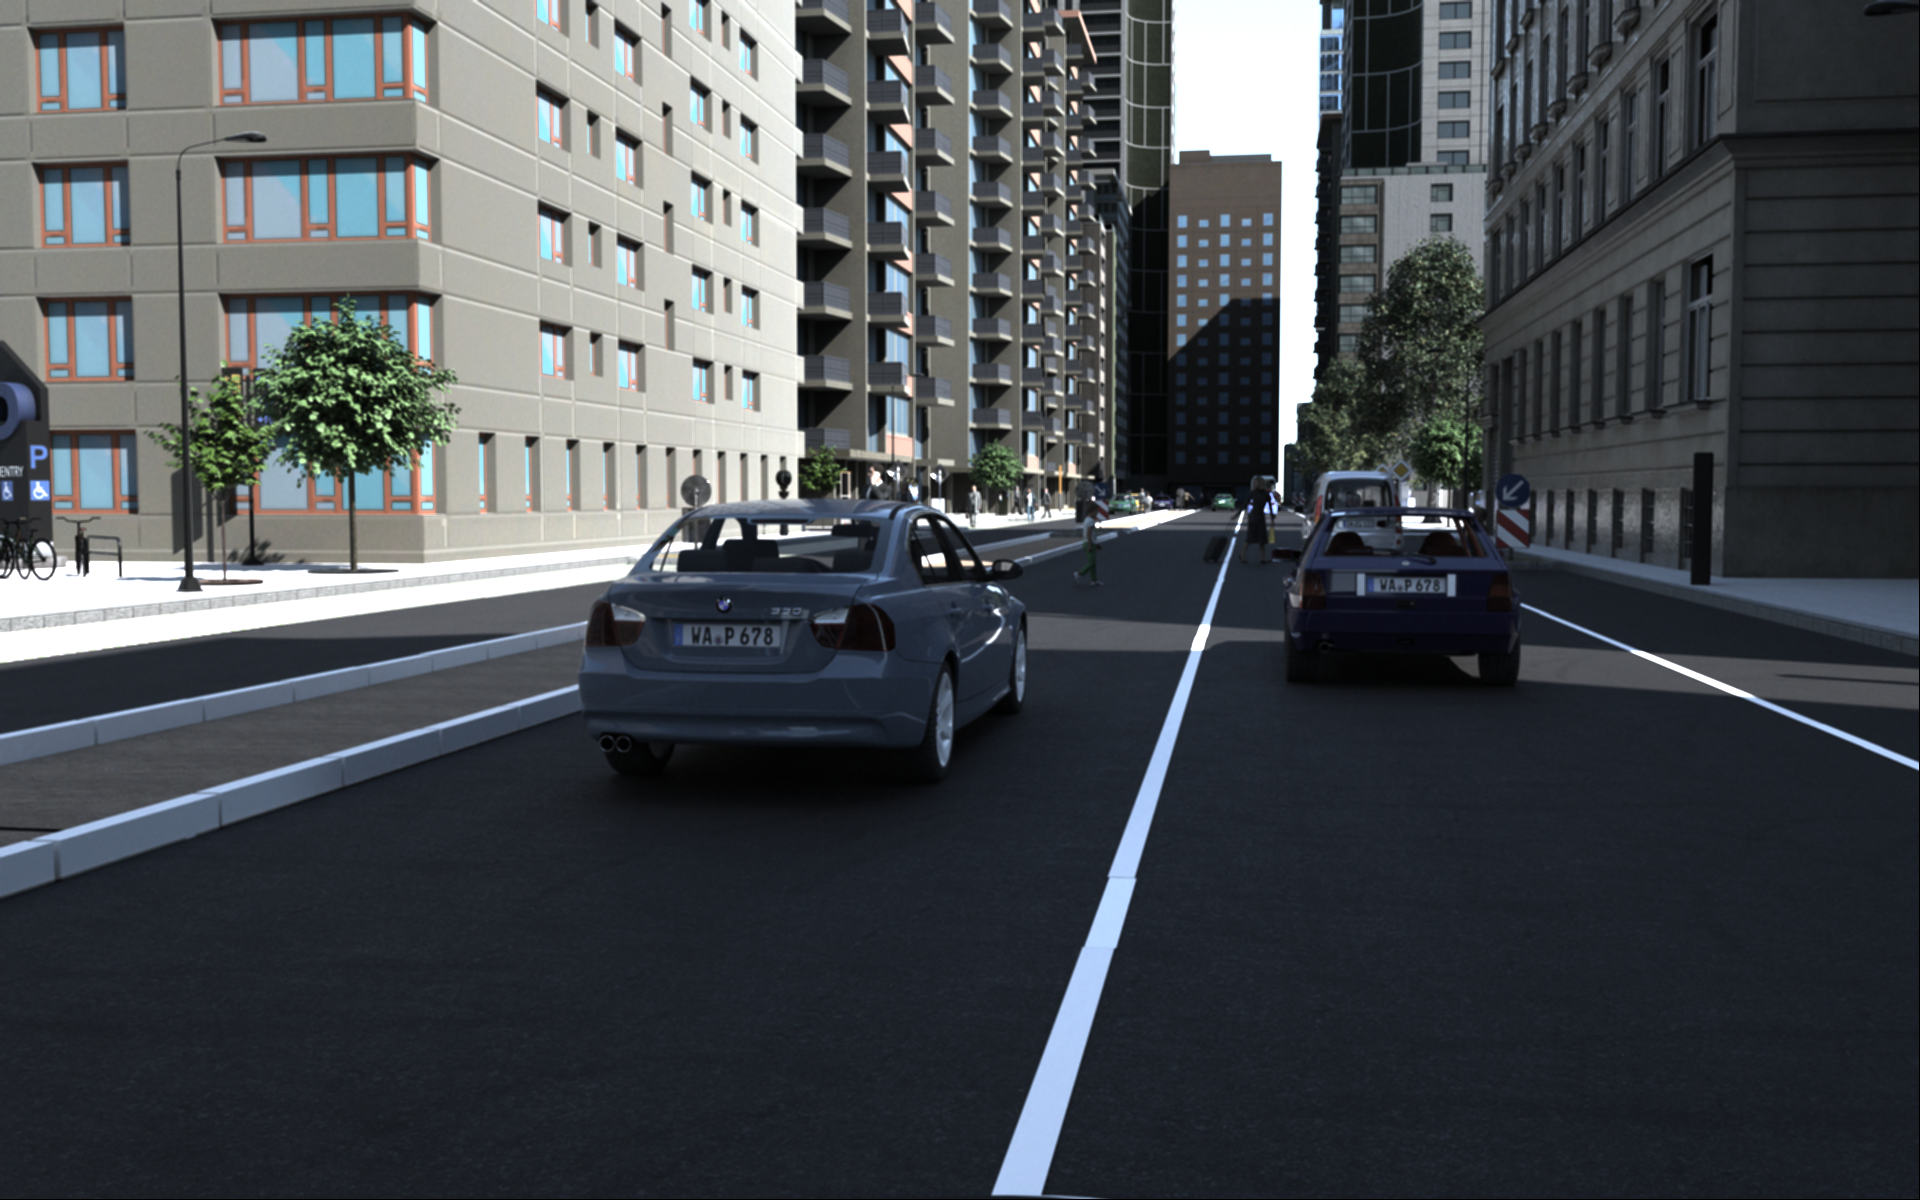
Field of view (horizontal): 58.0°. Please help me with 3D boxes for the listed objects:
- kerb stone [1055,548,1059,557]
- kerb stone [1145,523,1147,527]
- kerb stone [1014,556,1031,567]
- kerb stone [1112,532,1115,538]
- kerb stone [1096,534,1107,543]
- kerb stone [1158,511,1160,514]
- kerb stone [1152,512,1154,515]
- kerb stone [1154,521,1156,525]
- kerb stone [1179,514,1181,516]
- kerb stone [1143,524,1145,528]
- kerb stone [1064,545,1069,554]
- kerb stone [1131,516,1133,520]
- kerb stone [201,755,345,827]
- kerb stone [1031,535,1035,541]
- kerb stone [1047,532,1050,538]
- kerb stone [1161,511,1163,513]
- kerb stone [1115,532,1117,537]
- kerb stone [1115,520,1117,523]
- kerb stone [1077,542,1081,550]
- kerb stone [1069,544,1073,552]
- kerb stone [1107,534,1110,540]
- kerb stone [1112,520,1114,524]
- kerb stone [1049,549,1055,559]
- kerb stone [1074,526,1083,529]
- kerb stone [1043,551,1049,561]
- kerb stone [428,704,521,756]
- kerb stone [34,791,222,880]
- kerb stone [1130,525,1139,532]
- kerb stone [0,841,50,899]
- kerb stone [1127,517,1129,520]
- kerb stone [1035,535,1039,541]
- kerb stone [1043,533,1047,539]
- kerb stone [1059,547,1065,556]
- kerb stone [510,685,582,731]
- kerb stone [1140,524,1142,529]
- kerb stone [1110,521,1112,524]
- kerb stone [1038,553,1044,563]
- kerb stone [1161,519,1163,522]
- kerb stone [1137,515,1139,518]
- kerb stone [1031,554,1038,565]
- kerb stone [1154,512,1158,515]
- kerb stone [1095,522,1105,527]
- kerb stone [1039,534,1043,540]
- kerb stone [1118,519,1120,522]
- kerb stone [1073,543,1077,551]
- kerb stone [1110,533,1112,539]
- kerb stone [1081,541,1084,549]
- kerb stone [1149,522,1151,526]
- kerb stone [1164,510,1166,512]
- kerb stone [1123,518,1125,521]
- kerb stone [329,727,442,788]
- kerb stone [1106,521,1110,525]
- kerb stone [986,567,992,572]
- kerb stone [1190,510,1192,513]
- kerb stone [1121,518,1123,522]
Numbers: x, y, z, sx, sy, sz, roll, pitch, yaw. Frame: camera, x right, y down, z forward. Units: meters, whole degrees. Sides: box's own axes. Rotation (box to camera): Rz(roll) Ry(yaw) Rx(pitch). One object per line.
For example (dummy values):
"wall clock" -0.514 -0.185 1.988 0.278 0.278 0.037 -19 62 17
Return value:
"kerb stone" 2.085 -1.045 39.289 0.120 0.150 1.000 1 4 9
"kerb stone" 7.585 -3.055 72.198 0.120 0.150 1.000 1 4 9
"kerb stone" 1.240 -0.737 34.245 0.120 0.150 1.000 1 4 9
"kerb stone" 4.782 -2.032 55.454 0.120 0.150 1.000 1 4 9
"kerb stone" 4.284 -1.849 52.423 0.120 0.150 1.000 1 4 9
"kerb stone" 13.943 -6.168 123.106 0.120 0.150 1.000 1 4 9
"kerb stone" 12.761 -5.736 116.013 0.120 0.150 1.000 1 4 9
"kerb stone" 8.766 -3.491 79.276 0.120 0.150 1.000 1 4 9
"kerb stone" 13.482 -5.224 107.604 0.120 0.150 1.000 1 4 9
"kerb stone" 7.408 -2.996 71.187 0.120 0.150 1.000 1 4 9
"kerb stone" 2.424 -1.169 41.315 0.120 0.150 1.000 1 4 9
"kerb stone" 9.212 -4.438 94.762 0.120 0.150 1.000 1 4 9
"kerb stone" -3.149 0.872 7.944 0.120 0.150 1.000 1 4 9
"kerb stone" 2.047 -1.809 51.782 0.120 0.150 1.000 1 4 9
"kerb stone" 2.713 -2.057 55.820 0.120 0.150 1.000 1 4 9
"kerb stone" 14.619 -6.419 127.149 0.120 0.150 1.000 1 4 9
"kerb stone" 4.950 -2.096 56.465 0.120 0.150 1.000 1 4 9
"kerb stone" 7.352 -3.758 83.634 0.120 0.150 1.000 1 4 9
"kerb stone" 2.934 -1.355 44.354 0.120 0.150 1.000 1 4 9
"kerb stone" 2.587 -1.232 42.331 0.120 0.150 1.000 1 4 9
"kerb stone" 4.446 -1.907 53.432 0.120 0.150 1.000 1 4 9
"kerb stone" 7.017 -3.633 81.617 0.120 0.150 1.000 1 4 9
"kerb stone" 1.918 -0.982 38.281 0.120 0.150 1.000 1 4 9
"kerb stone" 4.665 -2.769 67.475 0.120 0.150 1.000 1 4 9
"kerb stone" 1.755 -0.919 37.272 0.120 0.150 1.000 1 4 9
"kerb stone" -2.807 0.749 9.965 0.120 0.150 1.000 1 4 9
"kerb stone" -3.313 0.936 6.928 0.120 0.150 1.000 1 4 9
"kerb stone" 6.734 -2.746 67.130 0.120 0.150 1.000 1 4 9
"kerb stone" -3.486 0.998 5.913 0.120 0.150 1.000 1 4 9
"kerb stone" 8.705 -4.253 91.731 0.120 0.150 1.000 1 4 9
"kerb stone" 2.212 -1.871 52.790 0.120 0.150 1.000 1 4 9
"kerb stone" 2.555 -1.990 54.811 0.120 0.150 1.000 1 4 9
"kerb stone" 2.263 -1.108 40.305 0.120 0.150 1.000 1 4 9
"kerb stone" -2.637 0.686 10.976 0.120 0.150 1.000 1 4 9
"kerb stone" 7.065 -2.872 69.154 0.120 0.150 1.000 1 4 9
"kerb stone" 6.851 -3.573 80.606 0.120 0.150 1.000 1 4 9
"kerb stone" 1.590 -0.859 36.263 0.120 0.150 1.000 1 4 9
"kerb stone" 9.770 -3.862 85.343 0.120 0.150 1.000 1 4 9
"kerb stone" 10.059 -4.748 99.826 0.120 0.150 1.000 1 4 9
"kerb stone" 1.414 -0.796 35.256 0.120 0.150 1.000 1 4 9
"kerb stone" 13.436 -5.986 120.066 0.120 0.150 1.000 1 4 9
"kerb stone" 6.180 -3.325 76.564 0.120 0.150 1.000 1 4 9
"kerb stone" 2.380 -1.933 53.798 0.120 0.150 1.000 1 4 9
"kerb stone" 7.698 -3.881 85.656 0.120 0.150 1.000 1 4 9
"kerb stone" 2.761 -1.294 43.347 0.120 0.150 1.000 1 4 9
"kerb stone" 4.603 -1.971 54.448 0.120 0.150 1.000 1 4 9
"kerb stone" 3.104 -1.417 45.362 0.120 0.150 1.000 1 4 9
"kerb stone" 8.081 -3.243 75.232 0.120 0.150 1.000 1 4 9
"kerb stone" 15.298 -6.667 131.199 0.120 0.150 1.000 1 4 9
"kerb stone" 8.204 -4.067 88.688 0.120 0.150 1.000 1 4 9
"kerb stone" -2.977 0.810 8.952 0.120 0.150 1.000 1 4 9
"kerb stone" 6.684 -3.511 79.593 0.120 0.150 1.000 1 4 9
"kerb stone" 0.565 -0.489 30.198 0.120 0.150 1.000 1 4 9
"kerb stone" 16.690 -6.396 126.790 0.120 0.150 1.000 1 4 9
"kerb stone" 8.041 -4.005 87.674 0.120 0.150 1.000 1 4 9
